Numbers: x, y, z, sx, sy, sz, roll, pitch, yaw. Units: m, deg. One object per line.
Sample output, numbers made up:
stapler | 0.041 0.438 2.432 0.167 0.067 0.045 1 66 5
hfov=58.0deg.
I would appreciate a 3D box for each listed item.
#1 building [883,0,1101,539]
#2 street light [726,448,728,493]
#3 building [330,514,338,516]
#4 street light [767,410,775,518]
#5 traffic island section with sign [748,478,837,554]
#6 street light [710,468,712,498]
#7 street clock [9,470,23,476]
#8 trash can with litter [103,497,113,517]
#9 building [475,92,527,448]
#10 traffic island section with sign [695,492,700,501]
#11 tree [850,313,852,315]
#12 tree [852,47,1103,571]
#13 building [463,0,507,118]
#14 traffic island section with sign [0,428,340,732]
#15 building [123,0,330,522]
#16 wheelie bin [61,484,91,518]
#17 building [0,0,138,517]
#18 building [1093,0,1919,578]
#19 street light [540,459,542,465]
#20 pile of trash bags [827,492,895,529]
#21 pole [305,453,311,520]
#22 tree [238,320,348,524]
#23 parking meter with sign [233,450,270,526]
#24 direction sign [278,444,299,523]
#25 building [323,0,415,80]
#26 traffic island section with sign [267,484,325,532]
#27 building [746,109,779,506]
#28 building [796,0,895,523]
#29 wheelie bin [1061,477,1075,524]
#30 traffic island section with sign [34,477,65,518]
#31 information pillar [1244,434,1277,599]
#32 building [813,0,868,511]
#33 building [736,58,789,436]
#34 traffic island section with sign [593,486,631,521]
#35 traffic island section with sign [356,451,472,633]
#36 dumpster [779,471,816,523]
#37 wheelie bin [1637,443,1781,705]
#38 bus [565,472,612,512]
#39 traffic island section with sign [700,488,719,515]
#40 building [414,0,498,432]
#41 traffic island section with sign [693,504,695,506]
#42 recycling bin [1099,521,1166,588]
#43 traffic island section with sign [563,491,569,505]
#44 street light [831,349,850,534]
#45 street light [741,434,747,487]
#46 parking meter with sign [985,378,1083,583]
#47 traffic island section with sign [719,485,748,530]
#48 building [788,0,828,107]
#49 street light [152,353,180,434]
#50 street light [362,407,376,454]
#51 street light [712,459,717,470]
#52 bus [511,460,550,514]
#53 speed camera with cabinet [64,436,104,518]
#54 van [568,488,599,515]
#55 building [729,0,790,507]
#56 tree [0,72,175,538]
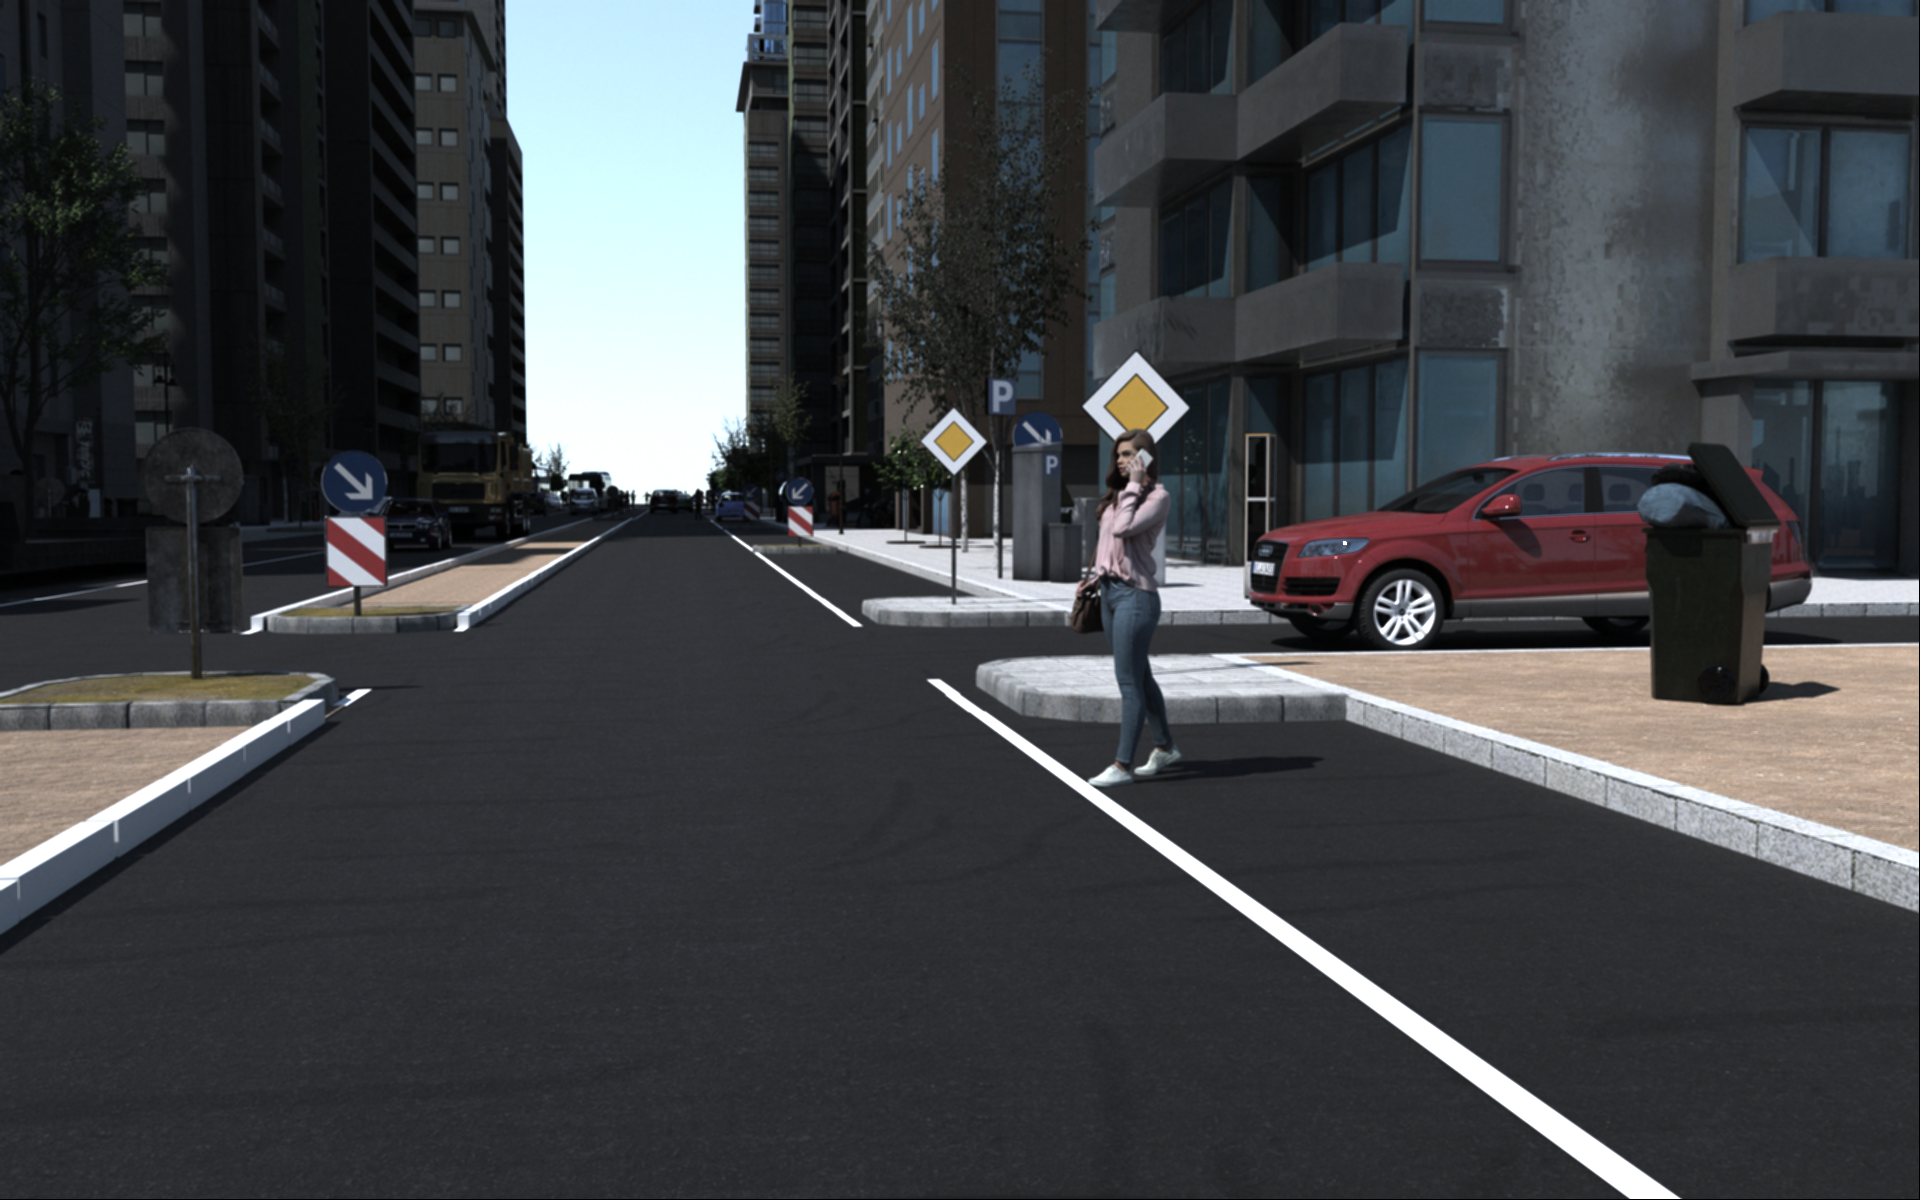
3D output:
building | 5.210 -24.814 55.815 14.600 45.320 14.200 -1 4 -9
street light | -22.662 -12.002 169.025 0.468 5.910 1.993 -1 4 -9
building | -45.697 -40.397 98.747 20.563 71.187 20.611 -1 4 -9
street light | -10.200 -7.391 93.635 0.468 5.910 1.993 -1 4 -9
traffic island section with sign | -4.104 -2.082 42.671 1.989 1.847 2.006 -1 4 -9
street light | -36.149 -17.061 251.736 0.468 5.910 1.993 -1 4 -9
street clock | -27.976 -2.870 51.503 0.471 2.002 0.358 0 4 6
trash can with litter | -29.815 -2.993 60.315 0.624 1.170 1.055 -1 4 -21
building | -64.984 -35.955 211.558 21.300 48.544 21.600 -1 4 -9
traffic island section with sign | -21.040 -8.365 145.400 1.989 1.847 2.006 -1 4 -9
tree | -0.132 -5.342 37.697 4.360 8.622 3.978 0 3 0
tree | 0.566 -4.814 29.076 4.360 8.622 3.978 0 3 0
building | -68.950 -48.521 231.565 20.563 71.187 20.611 -1 4 -9
traffic island section with sign | -5.223 -0.201 11.428 2.006 1.907 1.989 -1 4 -9
building | -38.808 -24.339 81.544 14.154 41.232 14.086 -1 4 -9
wheelie bin | -26.556 -2.701 52.077 0.693 1.594 0.980 -3 5 -44
building | -40.584 -31.146 51.239 21.231 58.520 28.212 -1 4 -9
building | 17.775 -25.464 35.941 30.456 49.044 23.786 -1 4 -9
street light | -51.386 -14.661 212.490 0.468 5.910 1.993 -1 4 -9
pile of trash bags | -3.292 -3.335 64.273 3.447 1.369 1.912 -2 4 -26
pole | -31.721 -5.528 84.227 0.158 3.312 0.155 0 3 0
tree | -28.531 -7.537 73.595 4.737 8.622 4.395 0 3 0
parking meter with sign | -28.607 -4.493 69.727 0.543 3.016 1.738 1 4 22
direction sign | -30.221 -5.262 78.031 0.876 3.537 0.379 -2 4 -31
building | -50.346 -30.388 120.540 21.300 48.544 21.600 -1 4 -9
traffic island section with sign | -25.124 -3.499 65.835 1.989 1.847 2.006 -1 4 -9
building | -16.148 -30.878 188.447 14.154 41.232 14.086 -1 4 -9
building | 8.295 -24.045 85.012 32.217 40.220 23.993 -1 4 -9
wheelie bin | 1.347 -1.208 27.662 0.980 1.594 0.693 -3 5 -39
traffic island section with sign | -20.722 -1.867 39.147 1.989 1.847 2.006 -1 4 -9
information pillar | 3.677 -1.023 21.213 0.304 2.012 0.304 2 4 26
building | 0.324 -41.199 111.854 20.563 71.187 20.611 -1 4 -9
building | -12.078 -37.961 209.903 28.713 52.752 27.495 -1 4 -9
traffic island section with sign | -18.649 -5.183 92.879 2.006 1.907 1.989 -1 4 -9
traffic island section with sign | -6.418 -0.648 18.738 2.006 1.907 1.989 -1 4 -9
dumpster | -7.085 -4.470 75.570 1.502 2.255 1.985 -1 4 -9
wheelie bin | 4.647 -0.177 10.810 0.693 1.594 0.980 3 5 42
bus | -29.307 -8.719 137.407 2.948 3.499 13.247 0 4 -8
traffic island section with sign | -16.648 -6.739 118.804 1.989 1.847 2.006 -1 4 -9
building | -65.307 -36.533 186.546 28.713 52.752 27.495 -1 4 -9
traffic island section with sign | -29.981 -11.680 199.594 1.989 1.847 2.006 -1 4 -9
recycling bin | 2.381 -0.697 23.949 0.722 1.027 0.722 -1 4 -18
traffic island section with sign | -51.163 -13.161 223.816 1.989 1.847 2.006 -1 4 -9
street light | -3.794 -5.042 55.221 0.468 5.910 1.993 -1 4 -9
street light | -16.266 -9.657 130.687 0.468 5.910 1.993 -1 4 -9
parking meter with sign | 1.124 -1.793 25.577 0.543 3.016 1.738 -3 4 -38
traffic island section with sign | -8.482 -3.709 69.269 1.989 1.847 2.006 -1 4 -9
building | -5.804 -27.261 129.310 14.154 41.232 14.086 -1 4 -9
street light | -25.504 -5.075 55.757 0.468 5.910 1.993 -1 4 -9
street light | -31.584 -7.331 92.653 0.468 5.910 1.993 -1 4 -9
street light | -30.038 -14.748 213.913 0.468 5.910 1.993 -1 4 -9
bus | -31.613 -8.227 126.058 2.896 3.916 12.252 -1 4 -9
speed camera with cabinet | -29.653 -3.931 58.605 2.038 3.252 0.660 3 5 44
van | -25.599 -6.785 117.949 2.013 2.044 4.112 0 4 -8
building | -20.212 -56.541 237.122 22.319 86.520 31.000 -1 4 -9
tree | -23.970 -7.232 43.998 9.928 11.665 9.643 0 3 0
